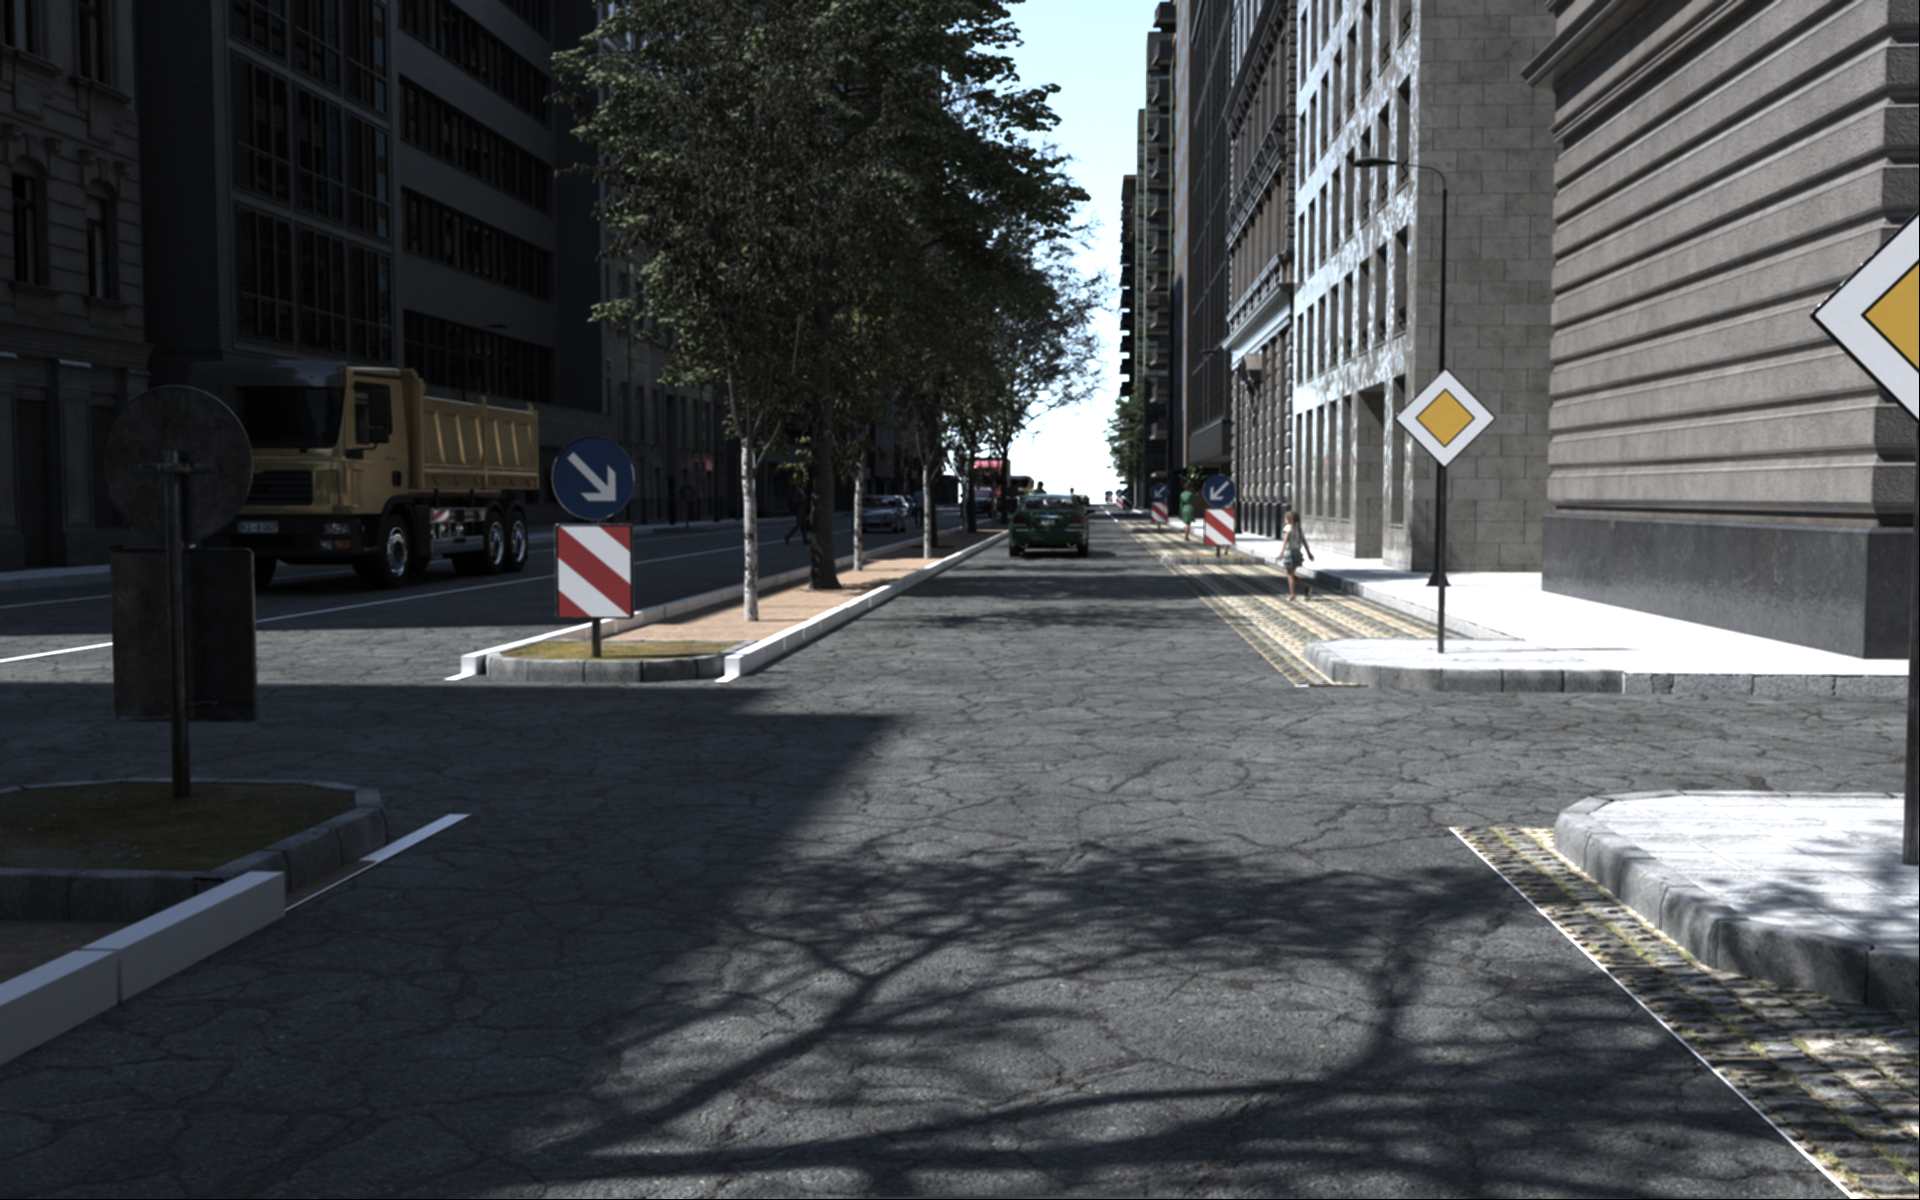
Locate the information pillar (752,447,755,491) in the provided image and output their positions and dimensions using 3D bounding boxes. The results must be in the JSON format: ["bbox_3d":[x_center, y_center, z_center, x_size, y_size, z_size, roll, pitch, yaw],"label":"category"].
[{"bbox_3d":[-10.310,-5.811,86.360,0.183,3.616,0.504,0,4,0],"label":"information pillar"}]

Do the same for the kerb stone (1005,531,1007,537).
[{"bbox_3d":[1.393,-2.128,57.063,0.120,0.150,1.000,0,4,4],"label":"kerb stone"}]

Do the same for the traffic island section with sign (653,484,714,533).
[{"bbox_3d":[-10.305,-3.449,65.012,1.989,1.847,2.006,0,4,4],"label":"traffic island section with sign"}]

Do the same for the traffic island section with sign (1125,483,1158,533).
[{"bbox_3d":[7.200,-3.370,63.728,1.989,1.847,2.006,0,4,4],"label":"traffic island section with sign"}]

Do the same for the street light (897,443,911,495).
[{"bbox_3d":[-5.079,-11.249,156.459,1.470,5.913,1.316,0,4,4],"label":"street light"}]

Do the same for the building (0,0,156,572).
[{"bbox_3d":[-20.700,-10.692,23.969,9.793,20.994,18.267,0,4,4],"label":"building"}]

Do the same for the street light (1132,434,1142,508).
[{"bbox_3d":[14.132,-9.828,133.225,1.470,5.913,1.316,0,4,4],"label":"street light"}]

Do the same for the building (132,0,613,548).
[{"bbox_3d":[-20.630,-14.004,48.033,14.314,24.678,30.058,0,4,4],"label":"building"}]

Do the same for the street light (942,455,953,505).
[{"bbox_3d":[-1.447,-14.332,206.874,1.470,5.913,1.316,0,4,4],"label":"street light"}]

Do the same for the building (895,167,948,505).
[{"bbox_3d":[-13.000,-33.541,203.018,22.147,44.769,28.867,0,4,4],"label":"building"}]

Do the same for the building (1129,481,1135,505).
[{"bbox_3d":[36.433,-31.384,205.013,32.217,40.220,23.993,0,4,4],"label":"building"}]

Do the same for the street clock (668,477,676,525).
[{"bbox_3d":[-11.961,-4.121,71.941,0.358,2.002,0.471,0,4,4],"label":"street clock"}]

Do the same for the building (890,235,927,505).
[{"bbox_3d":[-10.821,-25.034,181.005,14.160,30.474,14.107,0,4,4],"label":"building"}]

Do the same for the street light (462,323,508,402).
[{"bbox_3d":[-13.006,-4.574,47.332,1.470,5.913,1.316,0,4,4],"label":"street light"}]

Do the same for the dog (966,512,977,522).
[{"bbox_3d":[0.565,-4.274,89.165,0.406,0.507,0.540,3,5,39],"label":"dog"}]

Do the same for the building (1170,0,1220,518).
[{"bbox_3d":[19.582,-27.439,98.735,14.600,45.320,14.200,0,4,4],"label":"building"}]

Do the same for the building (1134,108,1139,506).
[{"bbox_3d":[25.903,-30.757,186.476,14.154,41.232,14.086,0,4,4],"label":"building"}]

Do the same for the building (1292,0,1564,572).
[{"bbox_3d":[13.212,-11.077,35.855,10.420,20.320,16.860,0,4,4],"label":"building"}]

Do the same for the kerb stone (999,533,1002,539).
[{"bbox_3d":[1.162,-1.942,54.004,0.120,0.150,1.000,0,4,4],"label":"kerb stone"}]

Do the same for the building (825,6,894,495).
[{"bbox_3d":[-13.279,-30.424,147.550,14.600,45.320,14.200,0,4,4],"label":"building"}]

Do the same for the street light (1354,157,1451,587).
[{"bbox_3d":[6.134,-3.149,24.033,1.470,5.913,1.316,0,4,4],"label":"street light"}]

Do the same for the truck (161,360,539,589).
[{"bbox_3d":[-9.571,-1.977,28.244,3.469,3.379,9.791,0,4,4],"label":"truck"}]

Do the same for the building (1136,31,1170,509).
[{"bbox_3d":[23.643,-28.933,156.654,14.154,41.232,14.086,0,4,4],"label":"building"}]

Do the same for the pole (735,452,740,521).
[{"bbox_3d":[-10.732,-5.486,83.545,0.158,3.312,0.155,0,3,0],"label":"pole"}]

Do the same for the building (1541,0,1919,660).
[{"bbox_3d":[16.576,-11.495,16.822,19.941,23.489,11.050,0,4,4],"label":"building"}]

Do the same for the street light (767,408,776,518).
[{"bbox_3d":[-9.688,-7.293,91.782,1.470,5.913,1.316,0,4,4],"label":"street light"}]

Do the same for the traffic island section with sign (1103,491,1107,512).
[{"bbox_3d":[12.812,-8.063,140.450,1.989,1.847,2.006,0,4,4],"label":"traffic island section with sign"}]

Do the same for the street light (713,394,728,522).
[{"bbox_3d":[-10.618,-6.520,79.145,1.470,5.913,1.316,0,4,4],"label":"street light"}]

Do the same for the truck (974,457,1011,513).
[{"bbox_3d":[2.461,-8.923,134.801,2.839,4.237,11.283,0,4,5],"label":"truck"}]

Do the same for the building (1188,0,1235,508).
[{"bbox_3d":[17.955,-17.287,76.149,14.314,27.812,24.014,0,4,4],"label":"building"}]

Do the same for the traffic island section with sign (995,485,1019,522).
[{"bbox_3d":[2.664,-4.950,89.068,2.006,1.907,1.989,0,4,4],"label":"traffic island section with sign"}]

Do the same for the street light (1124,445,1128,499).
[{"bbox_3d":[16.316,-11.775,165.069,1.470,5.913,1.316,0,4,4],"label":"street light"}]

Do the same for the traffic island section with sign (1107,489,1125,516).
[{"bbox_3d":[10.848,-6.415,113.521,1.989,1.847,2.006,0,4,4],"label":"traffic island section with sign"}]

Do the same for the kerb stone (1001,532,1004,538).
[{"bbox_3d":[1.236,-2.008,55.023,0.120,0.150,1.000,0,4,4],"label":"kerb stone"}]

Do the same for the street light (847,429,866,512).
[{"bbox_3d":[-7.439,-9.280,124.273,1.470,5.913,1.316,0,4,4],"label":"street light"}]

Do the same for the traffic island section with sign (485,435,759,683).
[{"bbox_3d":[-2.804,-0.366,14.128,2.006,1.907,1.989,0,4,4],"label":"traffic island section with sign"}]

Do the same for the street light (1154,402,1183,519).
[{"bbox_3d":[10.709,-7.042,87.673,1.470,5.913,1.316,0,4,4],"label":"street light"}]

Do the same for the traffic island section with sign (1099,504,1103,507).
[{"bbox_3d":[16.874,-11.455,195.910,1.989,1.847,2.006,0,4,4],"label":"traffic island section with sign"}]

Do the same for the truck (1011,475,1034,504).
[{"bbox_3d":[6.194,-11.318,180.974,3.469,3.379,9.791,0,4,5],"label":"truck"}]

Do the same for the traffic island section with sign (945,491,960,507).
[{"bbox_3d":[-0.652,-11.533,197.184,1.989,1.847,2.006,0,4,4],"label":"traffic island section with sign"}]

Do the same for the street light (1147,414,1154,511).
[{"bbox_3d":[11.618,-7.849,100.880,1.470,5.913,1.316,0,4,4],"label":"street light"}]

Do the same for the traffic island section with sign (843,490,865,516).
[{"bbox_3d":[-6.658,-6.511,115.080,1.989,1.847,2.006,0,4,4],"label":"traffic island section with sign"}]

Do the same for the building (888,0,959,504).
[{"bbox_3d":[-10.694,-48.258,227.271,20.563,71.187,20.611,0,4,4],"label":"building"}]

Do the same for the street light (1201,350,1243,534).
[{"bbox_3d":[8.438,-5.095,55.852,1.470,5.913,1.316,0,4,4],"label":"street light"}]

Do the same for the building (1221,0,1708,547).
[{"bbox_3d":[14.179,-13.802,54.537,11.050,23.489,19.941,0,4,4],"label":"building"}]

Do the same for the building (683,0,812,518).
[{"bbox_3d":[-20.119,-29.200,101.114,21.300,48.544,21.600,0,4,4],"label":"building"}]

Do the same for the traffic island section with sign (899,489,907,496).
[{"bbox_3d":[-4.684,-8.155,141.964,1.989,1.847,2.006,0,4,4],"label":"traffic island section with sign"}]

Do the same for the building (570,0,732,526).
[{"bbox_3d":[-18.335,-17.054,76.099,12.463,27.353,25.104,0,4,4],"label":"building"}]

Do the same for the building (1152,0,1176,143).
[{"bbox_3d":[26.116,-29.316,133.946,22.147,44.769,28.867,0,4,4],"label":"building"}]

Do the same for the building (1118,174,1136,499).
[{"bbox_3d":[32.497,-35.328,232.229,22.147,44.769,28.867,0,4,4],"label":"building"}]

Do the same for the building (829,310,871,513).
[{"bbox_3d":[-22.137,-17.267,127.355,27.650,21.520,28.899,0,4,4],"label":"building"}]

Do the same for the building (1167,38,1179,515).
[{"bbox_3d":[20.592,-20.892,113.280,14.160,30.474,14.107,0,4,4],"label":"building"}]

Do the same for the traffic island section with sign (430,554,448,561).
[{"bbox_3d":[-12.305,-1.779,37.717,1.989,1.847,2.006,0,4,4],"label":"traffic island section with sign"}]

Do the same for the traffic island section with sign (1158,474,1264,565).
[{"bbox_3d":[5.158,-1.649,35.582,1.989,1.847,2.006,0,4,4],"label":"traffic island section with sign"}]

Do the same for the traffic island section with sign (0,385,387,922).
[{"bbox_3d":[-3.353,0.085,6.741,2.006,1.907,1.989,0,4,4],"label":"traffic island section with sign"}]

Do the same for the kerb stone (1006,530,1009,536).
[{"bbox_3d":[1.463,-2.195,58.089,0.120,0.150,1.000,0,4,4],"label":"kerb stone"}]
